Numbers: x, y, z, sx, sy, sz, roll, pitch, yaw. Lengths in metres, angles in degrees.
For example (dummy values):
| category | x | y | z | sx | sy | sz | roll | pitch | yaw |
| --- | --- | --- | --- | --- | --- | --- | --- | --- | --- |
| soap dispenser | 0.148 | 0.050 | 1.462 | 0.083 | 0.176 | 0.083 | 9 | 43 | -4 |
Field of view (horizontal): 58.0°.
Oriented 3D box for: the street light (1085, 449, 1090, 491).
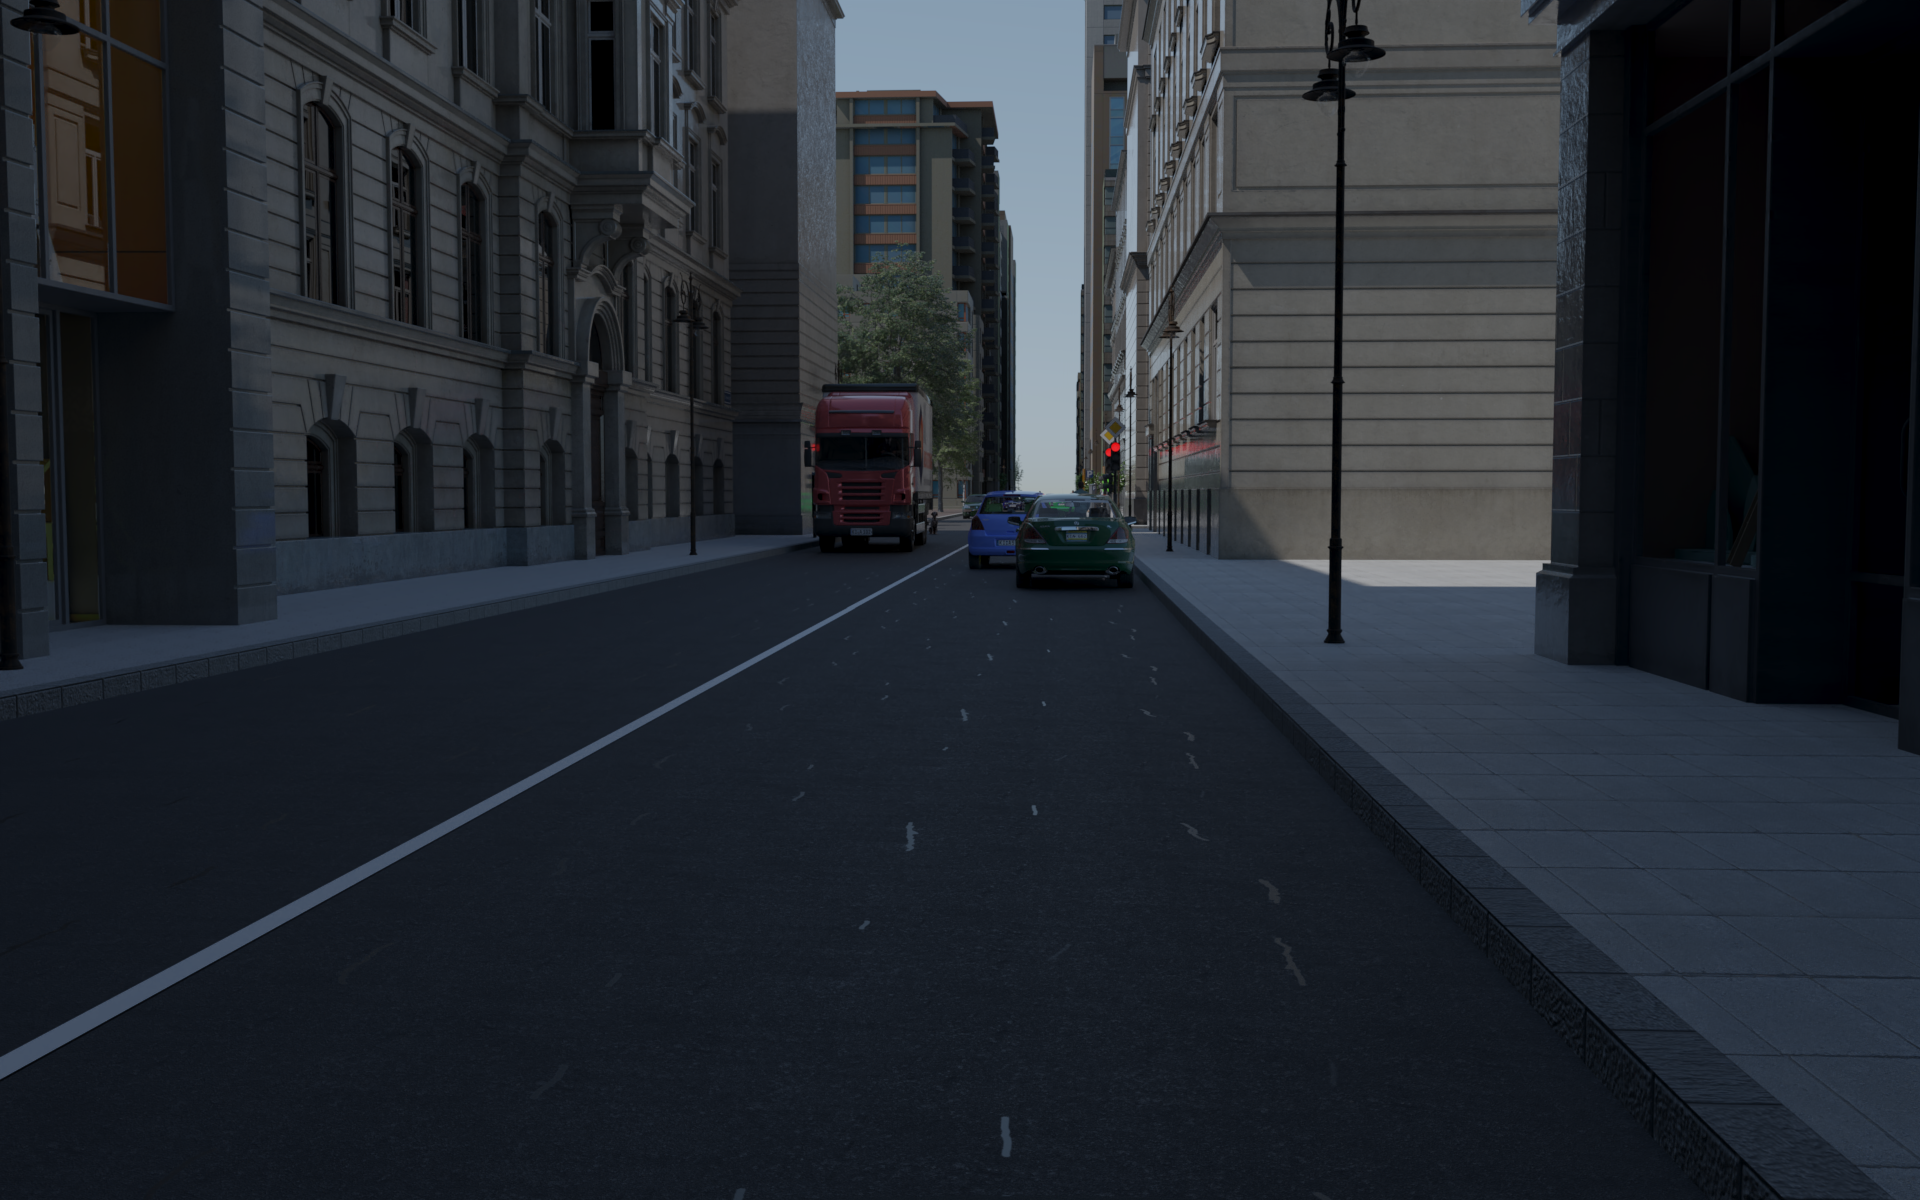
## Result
| category | x | y | z | sx | sy | sz | roll | pitch | yaw |
| --- | --- | --- | --- | --- | --- | --- | --- | --- | --- |
| street light | 11.251 | -10.825 | 149.778 | 0.468 | 5.910 | 1.993 | 0 | 4 | 3 |

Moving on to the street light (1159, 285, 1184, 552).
| category | x | y | z | sx | sy | sz | roll | pitch | yaw |
| --- | --- | --- | --- | --- | --- | --- | --- | --- | --- |
| street light | 4.679 | -4.018 | 38.487 | 0.468 | 5.910 | 1.993 | 0 | 4 | 3 |

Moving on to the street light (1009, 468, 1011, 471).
| category | x | y | z | sx | sy | sz | roll | pitch | yaw |
| --- | --- | --- | --- | --- | --- | --- | --- | --- | --- |
| street light | 7.378 | -17.255 | 254.898 | 0.468 | 5.910 | 1.993 | 0 | 4 | 3 |

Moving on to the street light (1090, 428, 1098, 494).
| category | x | y | z | sx | sy | sz | roll | pitch | yaw |
| --- | --- | --- | --- | --- | --- | --- | --- | --- | --- |
| street light | 9.529 | -9.086 | 121.340 | 0.468 | 5.910 | 1.993 | 0 | 4 | 3 |

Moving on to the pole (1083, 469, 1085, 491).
| category | x | y | z | sx | sy | sz | roll | pitch | yaw |
| --- | --- | --- | --- | --- | --- | --- | --- | --- | --- |
| pole | 10.012 | -8.938 | 139.986 | 0.158 | 3.312 | 0.155 | 0 | 3 | 0 |

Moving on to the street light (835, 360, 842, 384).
| category | x | y | z | sx | sy | sz | roll | pitch | yaw |
| --- | --- | --- | --- | --- | --- | --- | --- | --- | --- |
| street light | -4.192 | -5.332 | 59.968 | 0.468 | 5.910 | 1.993 | 0 | 4 | 3 |

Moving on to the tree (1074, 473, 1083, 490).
| category | x | y | z | sx | sy | sz | roll | pitch | yaw |
| --- | --- | --- | --- | --- | --- | --- | --- | --- | --- |
| tree | 16.546 | -15.008 | 229.096 | 4.285 | 4.588 | 4.351 | 0 | 3 | 0 |

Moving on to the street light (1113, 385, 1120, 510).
| category | x | y | z | sx | sy | sz | roll | pitch | yaw |
| --- | --- | --- | --- | --- | --- | --- | --- | --- | --- |
| street light | 6.744 | -6.158 | 73.477 | 0.468 | 5.910 | 1.993 | 0 | 4 | 3 |

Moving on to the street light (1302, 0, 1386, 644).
| category | x | y | z | sx | sy | sz | roll | pitch | yaw |
| --- | --- | --- | --- | --- | --- | --- | --- | --- | --- |
| street light | 3.228 | -2.567 | 14.756 | 0.468 | 5.910 | 1.993 | 0 | 4 | 3 |

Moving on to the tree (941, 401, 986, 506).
| category | x | y | z | sx | sy | sz | roll | pitch | yaw |
| --- | --- | --- | --- | --- | --- | --- | --- | --- | --- |
| tree | 0.214 | -11.386 | 136.526 | 4.360 | 8.622 | 3.978 | 0 | 3 | 0 |

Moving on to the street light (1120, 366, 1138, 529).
| category | x | y | z | sx | sy | sz | roll | pitch | yaw |
| --- | --- | --- | --- | --- | --- | --- | --- | --- | --- |
| street light | 6.156 | -5.492 | 62.578 | 0.468 | 5.910 | 1.993 | 0 | 4 | 3 |

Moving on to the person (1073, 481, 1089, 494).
| category | x | y | z | sx | sy | sz | roll | pitch | yaw |
| --- | --- | --- | --- | --- | --- | --- | --- | --- | --- |
| person | 3.661 | -2.702 | 52.699 | 0.660 | 1.820 | 0.620 | -1 | 4 | -18 |

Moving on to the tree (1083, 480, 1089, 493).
| category | x | y | z | sx | sy | sz | roll | pitch | yaw |
| --- | --- | --- | --- | --- | --- | --- | --- | --- | --- |
| tree | 11.439 | -9.351 | 147.486 | 1.663 | 3.219 | 1.824 | 0 | 3 | 0 |

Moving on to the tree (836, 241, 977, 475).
| category | x | y | z | sx | sy | sz | roll | pitch | yaw |
| --- | --- | --- | --- | --- | --- | --- | --- | --- | --- |
| tree | -3.668 | -11.155 | 89.043 | 9.857 | 13.997 | 8.962 | 0 | 3 | 0 |

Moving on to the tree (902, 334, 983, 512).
| category | x | y | z | sx | sy | sz | roll | pitch | yaw |
| --- | --- | --- | --- | --- | --- | --- | --- | --- | --- |
| tree | -1.675 | -12.443 | 121.563 | 7.486 | 12.596 | 7.792 | 0 | 3 | 0 |

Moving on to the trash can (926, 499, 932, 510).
| category | x | y | z | sx | sy | sz | roll | pitch | yaw |
| --- | --- | --- | --- | --- | --- | --- | --- | --- | --- |
| trash can | -2.465 | -7.843 | 139.892 | 0.748 | 1.137 | 0.748 | 0 | 3 | 0 |

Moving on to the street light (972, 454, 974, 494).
| category | x | y | z | sx | sy | sz | roll | pitch | yaw |
| --- | --- | --- | --- | --- | --- | --- | --- | --- | --- |
| street light | 1.089 | -10.726 | 148.163 | 0.468 | 5.910 | 1.993 | 0 | 4 | 3 |

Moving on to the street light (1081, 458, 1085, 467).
| category | x | y | z | sx | sy | sz | roll | pitch | yaw |
| --- | --- | --- | --- | --- | --- | --- | --- | --- | --- |
| street light | 12.608 | -12.290 | 173.723 | 0.468 | 5.910 | 1.993 | 0 | 4 | 3 |

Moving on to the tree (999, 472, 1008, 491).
| category | x | y | z | sx | sy | sz | roll | pitch | yaw |
| --- | --- | --- | --- | --- | --- | --- | --- | --- | --- |
| tree | 4.626 | -14.701 | 224.071 | 4.285 | 4.588 | 4.351 | 0 | 3 | 0 |

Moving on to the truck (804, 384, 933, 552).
| category | x | y | z | sx | sy | sz | roll | pitch | yaw |
| --- | --- | --- | --- | --- | --- | --- | --- | --- | --- |
| truck | -2.211 | -3.511 | 46.325 | 2.839 | 4.237 | 11.283 | 0 | 4 | 2 |

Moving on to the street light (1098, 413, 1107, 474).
| category | x | y | z | sx | sy | sz | roll | pitch | yaw |
| --- | --- | --- | --- | --- | --- | --- | --- | --- | --- |
| street light | 8.170 | -7.610 | 97.210 | 0.468 | 5.910 | 1.993 | 0 | 4 | 3 |

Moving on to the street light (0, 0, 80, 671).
| category | x | y | z | sx | sy | sz | roll | pitch | yaw |
| --- | --- | --- | --- | --- | --- | --- | --- | --- | --- |
| street light | -6.956 | -2.429 | 12.498 | 0.468 | 5.910 | 1.993 | 0 | 4 | 3 |

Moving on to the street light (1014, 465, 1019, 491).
| category | x | y | z | sx | sy | sz | roll | pitch | yaw |
| --- | --- | --- | --- | --- | --- | --- | --- | --- | --- |
| street light | 8.771 | -18.706 | 278.633 | 0.468 | 5.910 | 1.993 | 0 | 4 | 3 |

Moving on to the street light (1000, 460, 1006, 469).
| category | x | y | z | sx | sy | sz | roll | pitch | yaw |
| --- | --- | --- | --- | --- | --- | --- | --- | --- | --- |
| street light | 5.891 | -15.803 | 231.169 | 0.468 | 5.910 | 1.993 | 0 | 4 | 3 |

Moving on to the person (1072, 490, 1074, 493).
| category | x | y | z | sx | sy | sz | roll | pitch | yaw |
| --- | --- | --- | --- | --- | --- | --- | --- | --- | --- |
| person | 9.468 | -8.454 | 147.167 | 0.683 | 1.767 | 0.568 | 0 | 4 | 4 |

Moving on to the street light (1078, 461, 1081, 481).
| category | x | y | z | sx | sy | sz | roll | pitch | yaw |
| --- | --- | --- | --- | --- | --- | --- | --- | --- | --- |
| street light | 14.074 | -13.773 | 197.968 | 0.468 | 5.910 | 1.993 | 0 | 4 | 3 |

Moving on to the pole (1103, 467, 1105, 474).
| category | x | y | z | sx | sy | sz | roll | pitch | yaw |
| --- | --- | --- | --- | --- | --- | --- | --- | --- | --- |
| pole | 10.640 | -8.220 | 128.245 | 0.158 | 3.312 | 0.155 | 0 | 3 | 0 |

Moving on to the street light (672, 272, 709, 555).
| category | x | y | z | sx | sy | sz | roll | pitch | yaw |
| --- | --- | --- | --- | --- | --- | --- | --- | --- | --- |
| street light | -5.607 | -3.881 | 36.235 | 0.468 | 5.910 | 1.993 | 0 | 4 | 3 |

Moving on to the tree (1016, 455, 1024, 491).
| category | x | y | z | sx | sy | sz | roll | pitch | yaw |
| --- | --- | --- | --- | --- | --- | --- | --- | --- | --- |
| tree | 9.566 | -21.767 | 306.254 | 4.737 | 8.622 | 4.395 | 0 | 3 | 0 |

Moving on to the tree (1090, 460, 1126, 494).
| category | x | y | z | sx | sy | sz | roll | pitch | yaw |
| --- | --- | --- | --- | --- | --- | --- | --- | --- | --- |
| tree | 7.615 | -5.564 | 85.573 | 1.663 | 3.219 | 1.824 | 0 | 3 | 0 |

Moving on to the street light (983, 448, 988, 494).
| category | x | y | z | sx | sy | sz | roll | pitch | yaw |
| --- | --- | --- | --- | --- | --- | --- | --- | --- | --- |
| street light | 2.509 | -12.178 | 171.896 | 0.468 | 5.910 | 1.993 | 0 | 4 | 3 |

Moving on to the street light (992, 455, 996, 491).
| category | x | y | z | sx | sy | sz | roll | pitch | yaw |
| --- | --- | --- | --- | --- | --- | --- | --- | --- | --- |
| street light | 3.862 | -13.640 | 195.796 | 0.468 | 5.910 | 1.993 | 0 | 4 | 3 |
